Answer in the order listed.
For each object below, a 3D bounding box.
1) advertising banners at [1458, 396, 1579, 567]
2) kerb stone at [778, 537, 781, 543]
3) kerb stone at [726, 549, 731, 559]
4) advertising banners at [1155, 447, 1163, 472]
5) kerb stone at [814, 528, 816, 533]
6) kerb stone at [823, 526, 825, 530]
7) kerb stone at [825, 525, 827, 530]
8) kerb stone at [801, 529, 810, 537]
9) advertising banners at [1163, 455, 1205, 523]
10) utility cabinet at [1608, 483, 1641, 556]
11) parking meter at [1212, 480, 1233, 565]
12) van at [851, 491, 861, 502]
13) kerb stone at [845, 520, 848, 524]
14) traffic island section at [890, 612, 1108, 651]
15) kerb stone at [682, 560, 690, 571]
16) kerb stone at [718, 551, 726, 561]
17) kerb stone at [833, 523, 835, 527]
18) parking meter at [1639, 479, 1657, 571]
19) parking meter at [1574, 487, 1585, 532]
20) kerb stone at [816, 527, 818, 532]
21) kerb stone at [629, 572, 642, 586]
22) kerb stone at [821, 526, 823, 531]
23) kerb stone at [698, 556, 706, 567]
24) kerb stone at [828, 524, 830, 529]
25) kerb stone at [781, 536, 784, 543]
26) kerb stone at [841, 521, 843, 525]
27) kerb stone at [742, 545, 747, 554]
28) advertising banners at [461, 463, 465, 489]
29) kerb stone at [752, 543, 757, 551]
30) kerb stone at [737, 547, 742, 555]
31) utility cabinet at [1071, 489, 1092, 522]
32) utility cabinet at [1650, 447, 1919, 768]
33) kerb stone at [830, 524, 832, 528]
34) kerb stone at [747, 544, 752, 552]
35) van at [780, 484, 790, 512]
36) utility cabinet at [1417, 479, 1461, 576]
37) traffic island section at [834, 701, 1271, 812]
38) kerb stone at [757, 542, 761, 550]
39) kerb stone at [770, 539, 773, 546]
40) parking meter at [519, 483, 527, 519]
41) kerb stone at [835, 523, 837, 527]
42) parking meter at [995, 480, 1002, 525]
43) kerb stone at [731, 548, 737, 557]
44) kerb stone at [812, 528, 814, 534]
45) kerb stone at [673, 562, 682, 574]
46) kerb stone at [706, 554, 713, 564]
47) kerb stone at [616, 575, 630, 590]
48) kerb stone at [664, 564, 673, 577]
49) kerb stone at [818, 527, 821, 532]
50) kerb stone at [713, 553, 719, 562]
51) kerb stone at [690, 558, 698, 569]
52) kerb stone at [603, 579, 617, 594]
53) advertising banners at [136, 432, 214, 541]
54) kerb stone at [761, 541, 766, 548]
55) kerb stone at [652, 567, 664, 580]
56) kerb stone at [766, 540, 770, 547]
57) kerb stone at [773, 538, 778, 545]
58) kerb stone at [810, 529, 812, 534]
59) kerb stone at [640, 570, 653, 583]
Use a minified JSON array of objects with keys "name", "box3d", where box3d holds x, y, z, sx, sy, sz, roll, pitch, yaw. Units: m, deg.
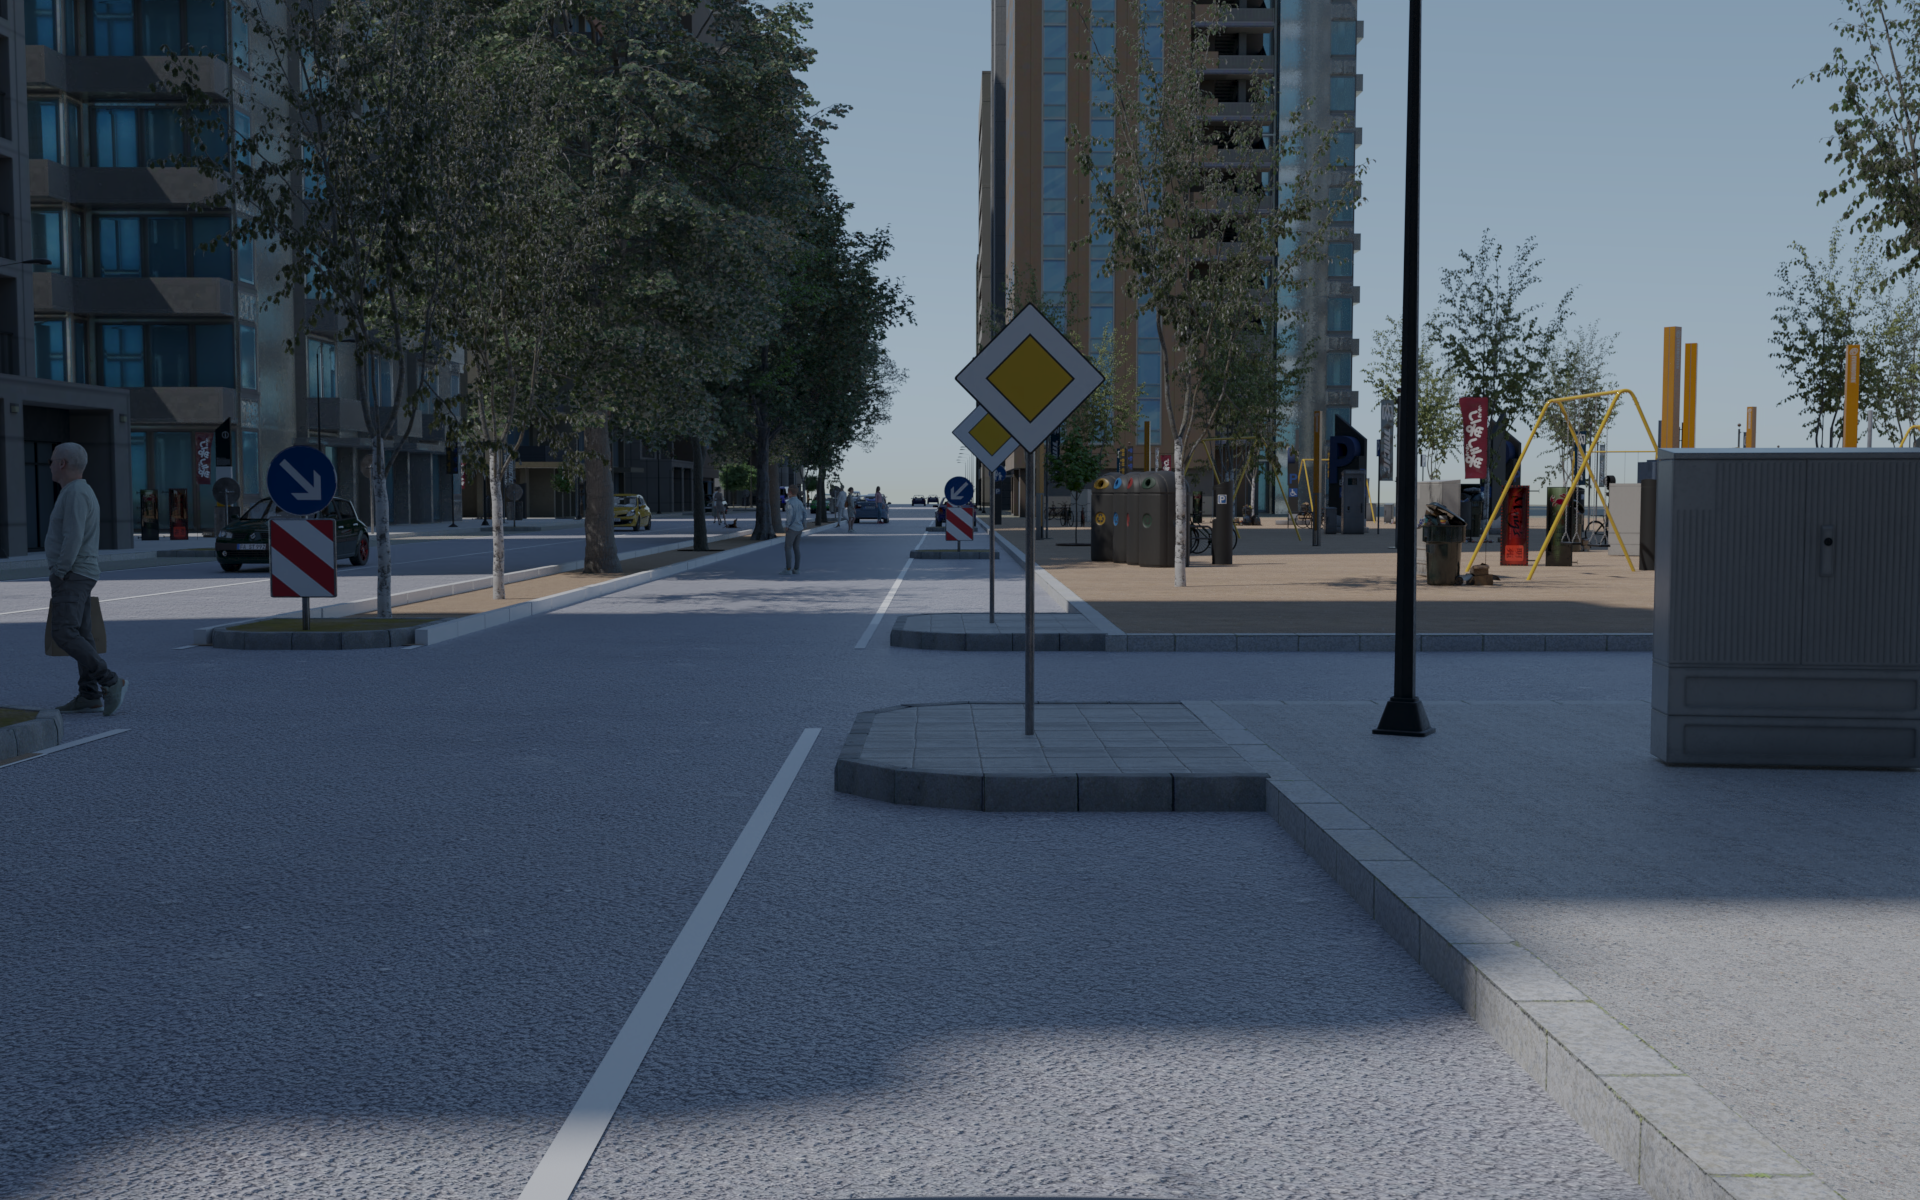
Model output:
[{"name":"advertising banners","box3d":[9.914,-2.117,30.802,2.074,3.025,0.090,1,4,19]},{"name":"kerb stone","box3d":[-5.320,-1.676,49.677,0.120,0.150,1.000,0,4,0]},{"name":"kerb stone","box3d":[-5.251,-0.990,38.405,0.120,0.150,1.000,0,4,0]},{"name":"advertising banners","box3d":[7.097,-4.181,64.554,0.090,3.025,2.074,2,4,25]},{"name":"kerb stone","box3d":[-5.417,-2.496,62.997,0.120,0.150,1.000,0,4,0]},{"name":"kerb stone","box3d":[-5.443,-2.747,67.112,0.120,0.150,1.000,0,4,0]},{"name":"kerb stone","box3d":[-5.447,-2.805,68.151,0.120,0.150,1.000,0,4,0]},{"name":"kerb stone","box3d":[-5.391,-2.304,59.917,0.120,0.150,1.000,0,4,0]},{"name":"advertising banners","box3d":[9.862,-4.937,76.913,2.074,3.025,0.090,2,4,27]},{"name":"utility cabinet","box3d":[13.990,-1.649,35.636,1.173,1.500,0.318,2,4,28]},{"name":"parking meter","box3d":[4.769,-1.410,31.463,0.372,1.533,0.369,0,3,0]},{"name":"van","box3d":[-14.093,-13.822,232.998,2.013,2.044,4.112,0,4,-2]},{"name":"kerb stone","box3d":[-5.561,-3.748,83.542,0.120,0.150,1.000,0,4,0]},{"name":"traffic island section","box3d":[0.338,0.308,17.237,2.009,0.180,2.903,0,4,0]},{"name":"kerb stone","box3d":[-5.216,-0.616,32.264,0.120,0.150,1.000,0,4,0]},{"name":"kerb stone","box3d":[-5.241,-0.924,37.383,0.120,0.150,1.000,0,4,0]},{"name":"kerb stone","box3d":[-5.479,-3.123,73.281,0.120,0.150,1.000,0,4,0]},{"name":"parking meter","box3d":[11.633,-1.267,29.122,0.372,1.533,0.369,0,3,0]},{"name":"parking meter","box3d":[20.915,-3.066,58.548,0.372,1.533,0.369,0,3,0]},{"name":"kerb stone","box3d":[-5.429,-2.558,64.022,0.120,0.150,1.000,0,4,0]},{"name":"kerb stone","box3d":[-5.173,-0.300,27.148,0.120,0.150,1.000,0,4,0]},{"name":"kerb stone","box3d":[-5.433,-2.684,66.074,0.120,0.150,1.000,0,4,0]},{"name":"kerb stone","box3d":[-5.218,-0.738,34.308,0.120,0.150,1.000,0,4,0]},{"name":"kerb stone","box3d":[-5.457,-2.936,70.199,0.120,0.150,1.000,0,4,0]},{"name":"kerb stone","box3d":[-5.331,-1.742,50.706,0.120,0.150,1.000,0,4,0]},{"name":"kerb stone","box3d":[-5.510,-3.436,78.411,0.120,0.150,1.000,0,4,0]},{"name":"kerb stone","box3d":[-5.269,-1.174,41.471,0.120,0.150,1.000,0,4,0]},{"name":"advertising banners","box3d":[-26.578,-5.749,90.180,2.074,3.025,0.090,1,4,18]},{"name":"kerb stone","box3d":[-5.284,-1.302,43.527,0.120,0.150,1.000,0,4,0]},{"name":"kerb stone","box3d":[-5.265,-1.114,40.449,0.120,0.150,1.000,0,4,0]},{"name":"utility cabinet","box3d":[5.575,-4.324,79.374,0.318,1.500,1.173,-3,4,-36]},{"name":"utility cabinet","box3d":[3.913,0.033,8.138,1.173,1.500,0.318,0,4,8]},{"name":"kerb stone","box3d":[-5.470,-2.994,71.224,0.120,0.150,1.000,0,4,0]},{"name":"kerb stone","box3d":[-5.274,-1.239,42.505,0.120,0.150,1.000,0,4,0]},{"name":"van","box3d":[-15.027,-8.425,142.127,2.240,2.365,5.245,0,4,2]},{"name":"utility cabinet","box3d":[7.328,-1.099,26.642,0.318,1.500,1.173,0,4,-4]},{"name":"traffic island section","box3d":[0.392,0.797,9.252,2.009,0.180,2.903,0,4,0]},{"name":"kerb stone","box3d":[-5.293,-1.367,44.549,0.120,0.150,1.000,0,4,0]},{"name":"kerb stone","box3d":[-5.313,-1.550,47.632,0.120,0.150,1.000,0,4,0]},{"name":"parking meter","box3d":[-22.676,-5.140,89.752,0.399,1.863,0.255,1,4,15]},{"name":"kerb stone","box3d":[-5.491,-3.182,74.306,0.120,0.150,1.000,0,4,0]},{"name":"parking meter","box3d":[1.530,-4.081,72.437,0.399,1.863,0.255,-1,4,-13]},{"name":"kerb stone","box3d":[-5.259,-1.054,39.427,0.120,0.150,1.000,0,4,0]},{"name":"kerb stone","box3d":[-5.404,-2.433,61.967,0.120,0.150,1.000,0,4,0]},{"name":"kerb stone","box3d":[-5.199,-0.551,31.242,0.120,0.150,1.000,0,4,0]},{"name":"kerb stone","box3d":[-5.224,-0.803,35.330,0.120,0.150,1.000,0,4,0]},{"name":"kerb stone","box3d":[-5.166,-0.240,26.125,0.120,0.150,1.000,0,4,0]},{"name":"kerb stone","box3d":[-5.189,-0.489,30.217,0.120,0.150,1.000,0,4,0]},{"name":"kerb stone","box3d":[-5.423,-2.621,65.044,0.120,0.150,1.000,0,4,0]},{"name":"kerb stone","box3d":[-5.236,-0.860,36.357,0.120,0.150,1.000,0,4,0]},{"name":"kerb stone","box3d":[-5.213,-0.673,33.286,0.120,0.150,1.000,0,4,0]},{"name":"kerb stone","box3d":[-5.158,-0.173,25.094,0.120,0.150,1.000,0,4,0]},{"name":"advertising banners","box3d":[-21.809,-3.182,48.216,2.074,3.025,0.090,-3,4,-39]},{"name":"kerb stone","box3d":[-5.294,-1.430,45.575,0.120,0.150,1.000,0,4,0]},{"name":"kerb stone","box3d":[-5.178,-0.427,29.195,0.120,0.150,1.000,0,4,0]},{"name":"kerb stone","box3d":[-5.300,-1.493,46.608,0.120,0.150,1.000,0,4,0]},{"name":"kerb stone","box3d":[-5.304,-1.618,48.654,0.120,0.150,1.000,0,4,0]},{"name":"kerb stone","box3d":[-5.394,-2.370,60.944,0.120,0.150,1.000,0,4,0]},{"name":"kerb stone","box3d":[-5.180,-0.365,28.170,0.120,0.150,1.000,0,4,0]}]
